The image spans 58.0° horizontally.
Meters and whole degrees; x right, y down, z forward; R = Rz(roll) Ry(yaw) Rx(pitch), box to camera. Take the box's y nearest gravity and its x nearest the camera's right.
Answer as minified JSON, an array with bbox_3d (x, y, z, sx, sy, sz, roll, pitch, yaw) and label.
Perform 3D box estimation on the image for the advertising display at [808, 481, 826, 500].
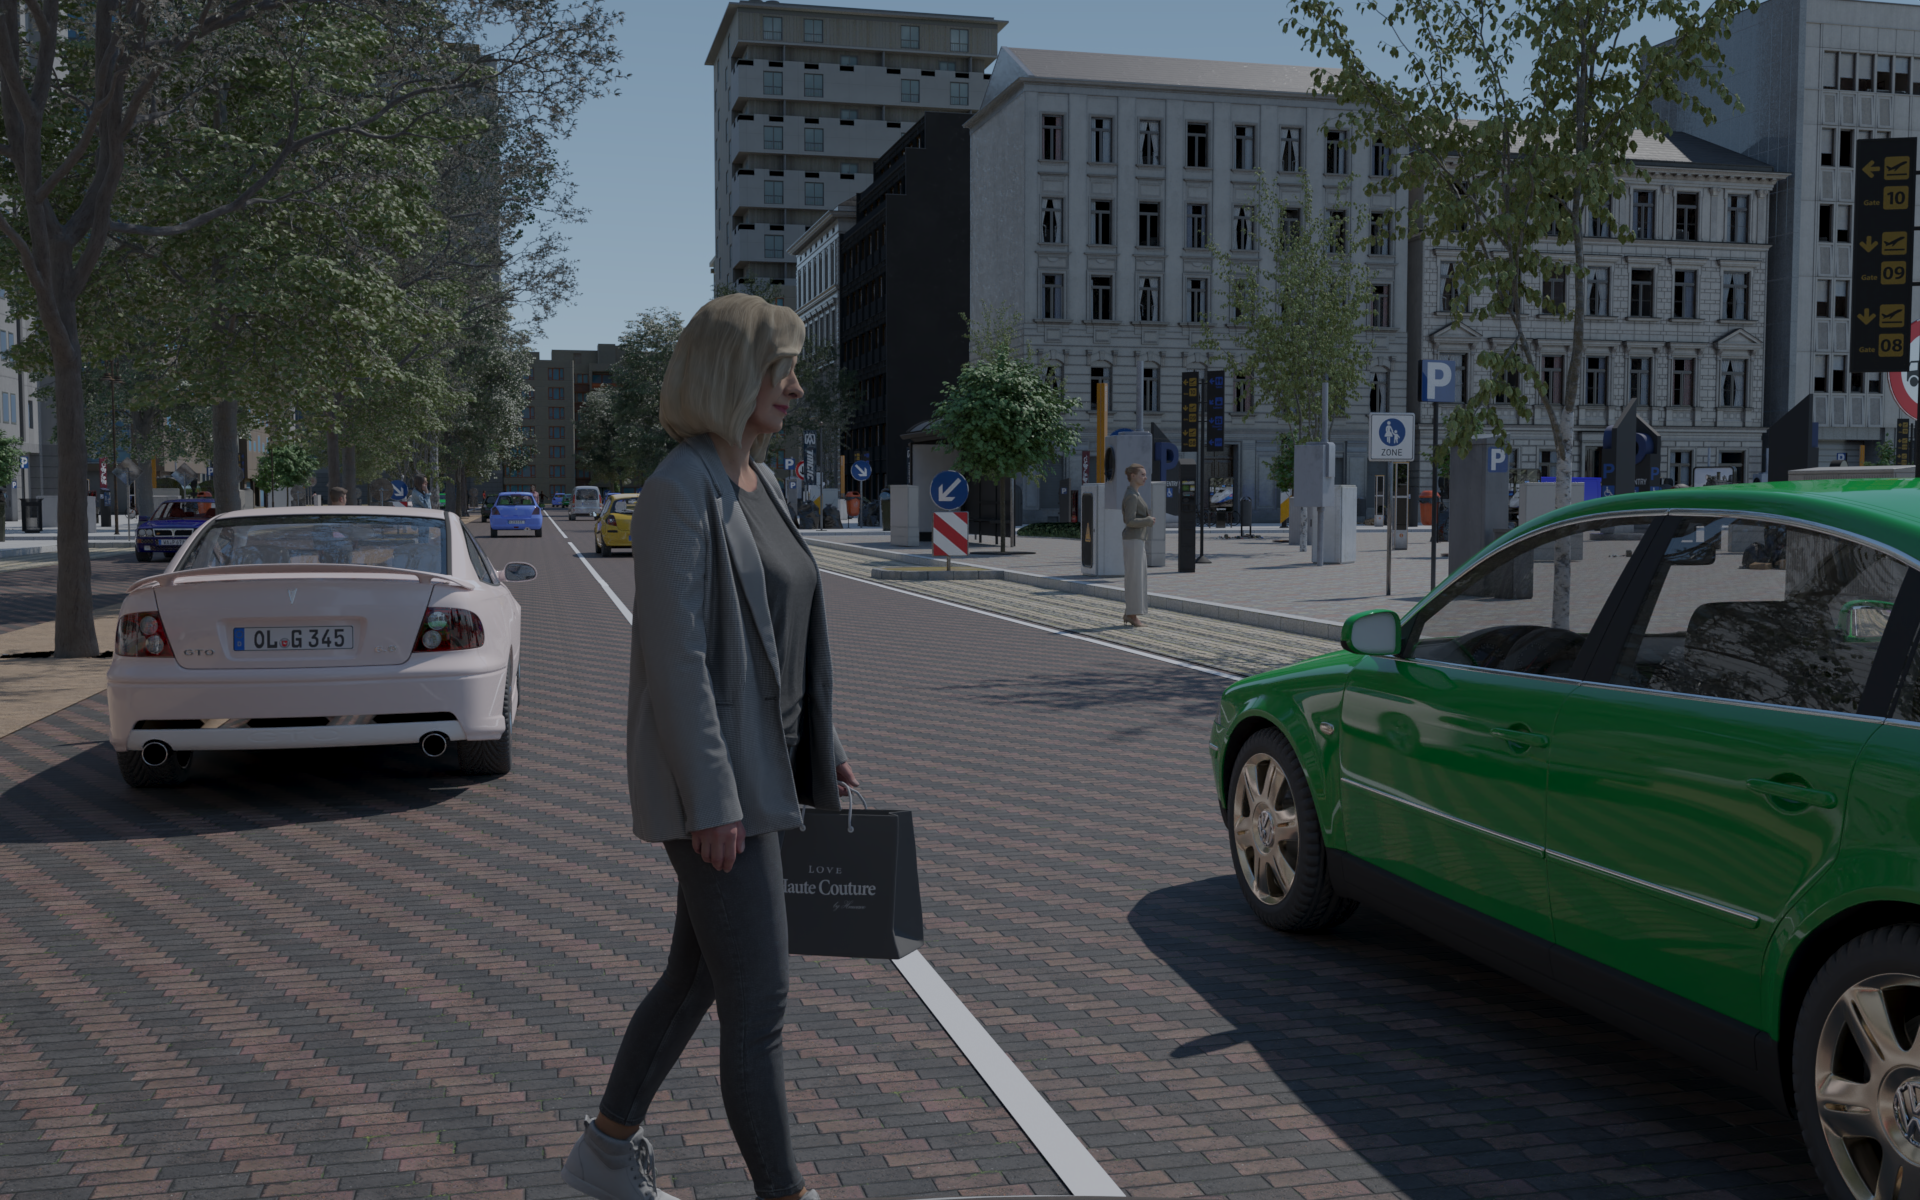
[{"bbox_3d":[-7.193,-5.015,87.214,0.974,1.923,0.123,1,4,18],"label":"advertising display"}]

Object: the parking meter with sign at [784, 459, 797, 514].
[{"bbox_3d":[-8.188,-5.379,84.204,0.543,3.016,1.738,-1,4,-13],"label":"parking meter with sign"}]

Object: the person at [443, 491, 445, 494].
[{"bbox_3d":[-48.877,-9.501,164.363,0.617,1.759,0.750,1,4,22],"label":"person"}]

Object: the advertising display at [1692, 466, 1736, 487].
[{"bbox_3d":[17.434,-2.132,40.075,0.123,1.923,0.974,-3,5,-41],"label":"advertising display"}]

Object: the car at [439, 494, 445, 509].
[{"bbox_3d":[-44.321,-8.513,147.980,1.959,1.807,4.718,-1,4,-14],"label":"car"}]

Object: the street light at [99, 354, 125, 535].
[{"bbox_3d":[-26.610,-4.997,54.487,0.468,5.910,1.993,-1,4,-14],"label":"street light"}]

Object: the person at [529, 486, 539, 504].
[{"bbox_3d":[-19.769,-4.383,80.179,0.555,1.821,0.388,-2,4,-30],"label":"person"}]

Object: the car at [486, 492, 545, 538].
[{"bbox_3d":[-14.972,-2.985,58.389,1.945,1.707,3.694,-1,4,-15],"label":"car"}]

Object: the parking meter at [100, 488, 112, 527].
[{"bbox_3d":[-33.320,-3.617,67.547,0.372,1.533,0.369,0,3,0],"label":"parking meter"}]

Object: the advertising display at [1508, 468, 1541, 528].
[{"bbox_3d":[14.072,-2.331,43.329,0.974,1.923,0.123,-1,4,-16],"label":"advertising display"}]

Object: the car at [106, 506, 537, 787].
[{"bbox_3d":[-3.515,0.144,10.007,2.083,1.381,4.827,-1,4,-13],"label":"car"}]

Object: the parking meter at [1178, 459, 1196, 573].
[{"bbox_3d":[3.718,-1.386,28.365,0.255,1.863,0.399,0,4,1],"label":"parking meter"}]

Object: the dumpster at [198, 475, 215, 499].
[{"bbox_3d":[-37.514,-5.167,86.969,1.502,2.255,1.985,-1,4,-14],"label":"dumpster"}]

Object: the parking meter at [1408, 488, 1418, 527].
[{"bbox_3d":[17.668,-3.615,67.518,0.372,1.533,0.369,0,3,0],"label":"parking meter"}]

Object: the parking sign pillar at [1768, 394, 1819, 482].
[{"bbox_3d":[22.673,-3.589,47.144,1.447,3.967,1.447,-1,4,-23],"label":"parking sign pillar"}]

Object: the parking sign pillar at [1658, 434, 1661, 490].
[{"bbox_3d":[21.453,-4.045,54.615,1.447,3.967,1.447,-1,4,-20],"label":"parking sign pillar"}]

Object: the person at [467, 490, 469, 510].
[{"bbox_3d":[-44.595,-9.046,156.533,0.705,1.807,1.348,0,4,7],"label":"person"}]

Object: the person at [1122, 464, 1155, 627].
[{"bbox_3d":[1.914,-0.583,18.584,0.362,1.759,0.519,0,4,6],"label":"person"}]

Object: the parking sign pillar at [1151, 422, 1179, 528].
[{"bbox_3d":[7.746,-4.700,65.319,1.447,3.967,1.447,3,5,44],"label":"parking sign pillar"}]

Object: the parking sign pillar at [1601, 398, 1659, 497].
[{"bbox_3d":[18.362,-3.659,48.296,1.447,3.967,1.447,3,5,44],"label":"parking sign pillar"}]

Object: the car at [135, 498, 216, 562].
[{"bbox_3d":[-16.875,-1.559,38.069,1.945,1.354,3.894,-1,4,-13],"label":"car"}]

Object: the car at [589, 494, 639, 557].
[{"bbox_3d":[-7.730,-1.885,41.044,2.015,1.641,3.980,-1,4,-15],"label":"car"}]

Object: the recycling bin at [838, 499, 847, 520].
[{"bbox_3d":[-6.013,-4.439,85.134,0.722,1.027,0.722,2,4,29],"label":"recycling bin"}]

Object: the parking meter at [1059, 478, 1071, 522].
[{"bbox_3d":[3.815,-3.507,63.056,0.399,1.863,0.255,2,4,24],"label":"parking meter"}]

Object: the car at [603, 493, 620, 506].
[{"bbox_3d":[-27.326,-7.787,136.903,1.945,1.707,3.694,-1,4,-13],"label":"car"}]

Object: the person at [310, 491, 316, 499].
[{"bbox_3d":[-76.055,-11.911,203.950,0.721,1.736,1.217,1,4,17],"label":"person"}]

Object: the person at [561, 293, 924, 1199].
[{"bbox_3d":[-0.425,0.328,3.316,0.728,1.800,0.709,1,4,18],"label":"person"}]

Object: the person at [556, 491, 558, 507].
[{"bbox_3d":[-44.641,-11.164,191.588,0.434,1.755,0.990,0,4,-1],"label":"person"}]

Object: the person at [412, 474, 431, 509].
[{"bbox_3d":[-9.810,-1.389,31.476,0.793,1.790,0.793,3,5,42],"label":"person"}]

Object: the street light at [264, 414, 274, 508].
[{"bbox_3d":[-34.859,-7.032,87.754,0.468,5.910,1.993,-1,4,-14],"label":"street light"}]

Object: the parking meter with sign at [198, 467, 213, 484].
[{"bbox_3d":[-48.886,-7.076,111.945,0.543,3.016,1.738,1,4,12],"label":"parking meter with sign"}]

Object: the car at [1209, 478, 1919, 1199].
[{"bbox_3d":[2.195,0.259,4.564,1.959,1.807,4.718,-1,4,-15],"label":"car"}]

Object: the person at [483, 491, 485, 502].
[{"bbox_3d":[-53.374,-11.374,194.405,0.705,1.831,1.348,0,4,-7],"label":"person"}]

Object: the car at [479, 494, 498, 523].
[{"bbox_3d":[-23.608,-4.823,88.645,2.009,1.686,4.222,-1,4,-14],"label":"car"}]

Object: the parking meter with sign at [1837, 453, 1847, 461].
[{"bbox_3d":[38.058,-4.718,73.394,1.738,3.016,0.543,-1,4,-12],"label":"parking meter with sign"}]

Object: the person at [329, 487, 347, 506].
[{"bbox_3d":[-7.082,-0.518,19.567,0.503,1.515,0.523,-3,4,-38],"label":"person"}]

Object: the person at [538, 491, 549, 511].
[{"bbox_3d":[-36.392,-8.659,150.903,1.217,1.723,0.721,0,4,3],"label":"person"}]

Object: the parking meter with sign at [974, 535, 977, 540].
[{"bbox_3d":[-0.377,-3.186,48.345,1.738,3.016,0.543,-1,4,-9],"label":"parking meter with sign"}]

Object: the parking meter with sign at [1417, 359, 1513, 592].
[{"bbox_3d":[6.532,-1.564,21.828,0.543,3.016,1.738,-2,4,-24],"label":"parking meter with sign"}]

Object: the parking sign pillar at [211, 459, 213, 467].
[{"bbox_3d":[-52.872,-8.288,123.983,1.447,3.967,1.447,2,4,27],"label":"parking sign pillar"}]

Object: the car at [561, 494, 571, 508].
[{"bbox_3d":[-40.271,-10.415,179.083,1.959,1.807,4.718,-1,4,-15],"label":"car"}]

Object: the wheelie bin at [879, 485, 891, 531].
[{"bbox_3d":[-2.406,-3.195,60.153,0.693,1.594,0.980,1,4,14],"label":"wheelie bin"}]

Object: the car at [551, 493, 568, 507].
[{"bbox_3d":[-43.652,-10.974,189.007,1.945,1.707,3.694,-1,4,-15],"label":"car"}]

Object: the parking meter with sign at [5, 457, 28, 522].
[{"bbox_3d":[-44.384,-5.167,80.740,1.738,3.016,0.543,0,4,8],"label":"parking meter with sign"}]

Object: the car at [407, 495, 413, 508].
[{"bbox_3d":[-37.921,-6.671,121.438,2.083,1.381,4.827,-1,4,-14],"label":"car"}]

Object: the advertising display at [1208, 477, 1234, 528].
[{"bbox_3d":[9.854,-3.683,65.428,0.974,1.923,0.123,-1,4,-11],"label":"advertising display"}]
